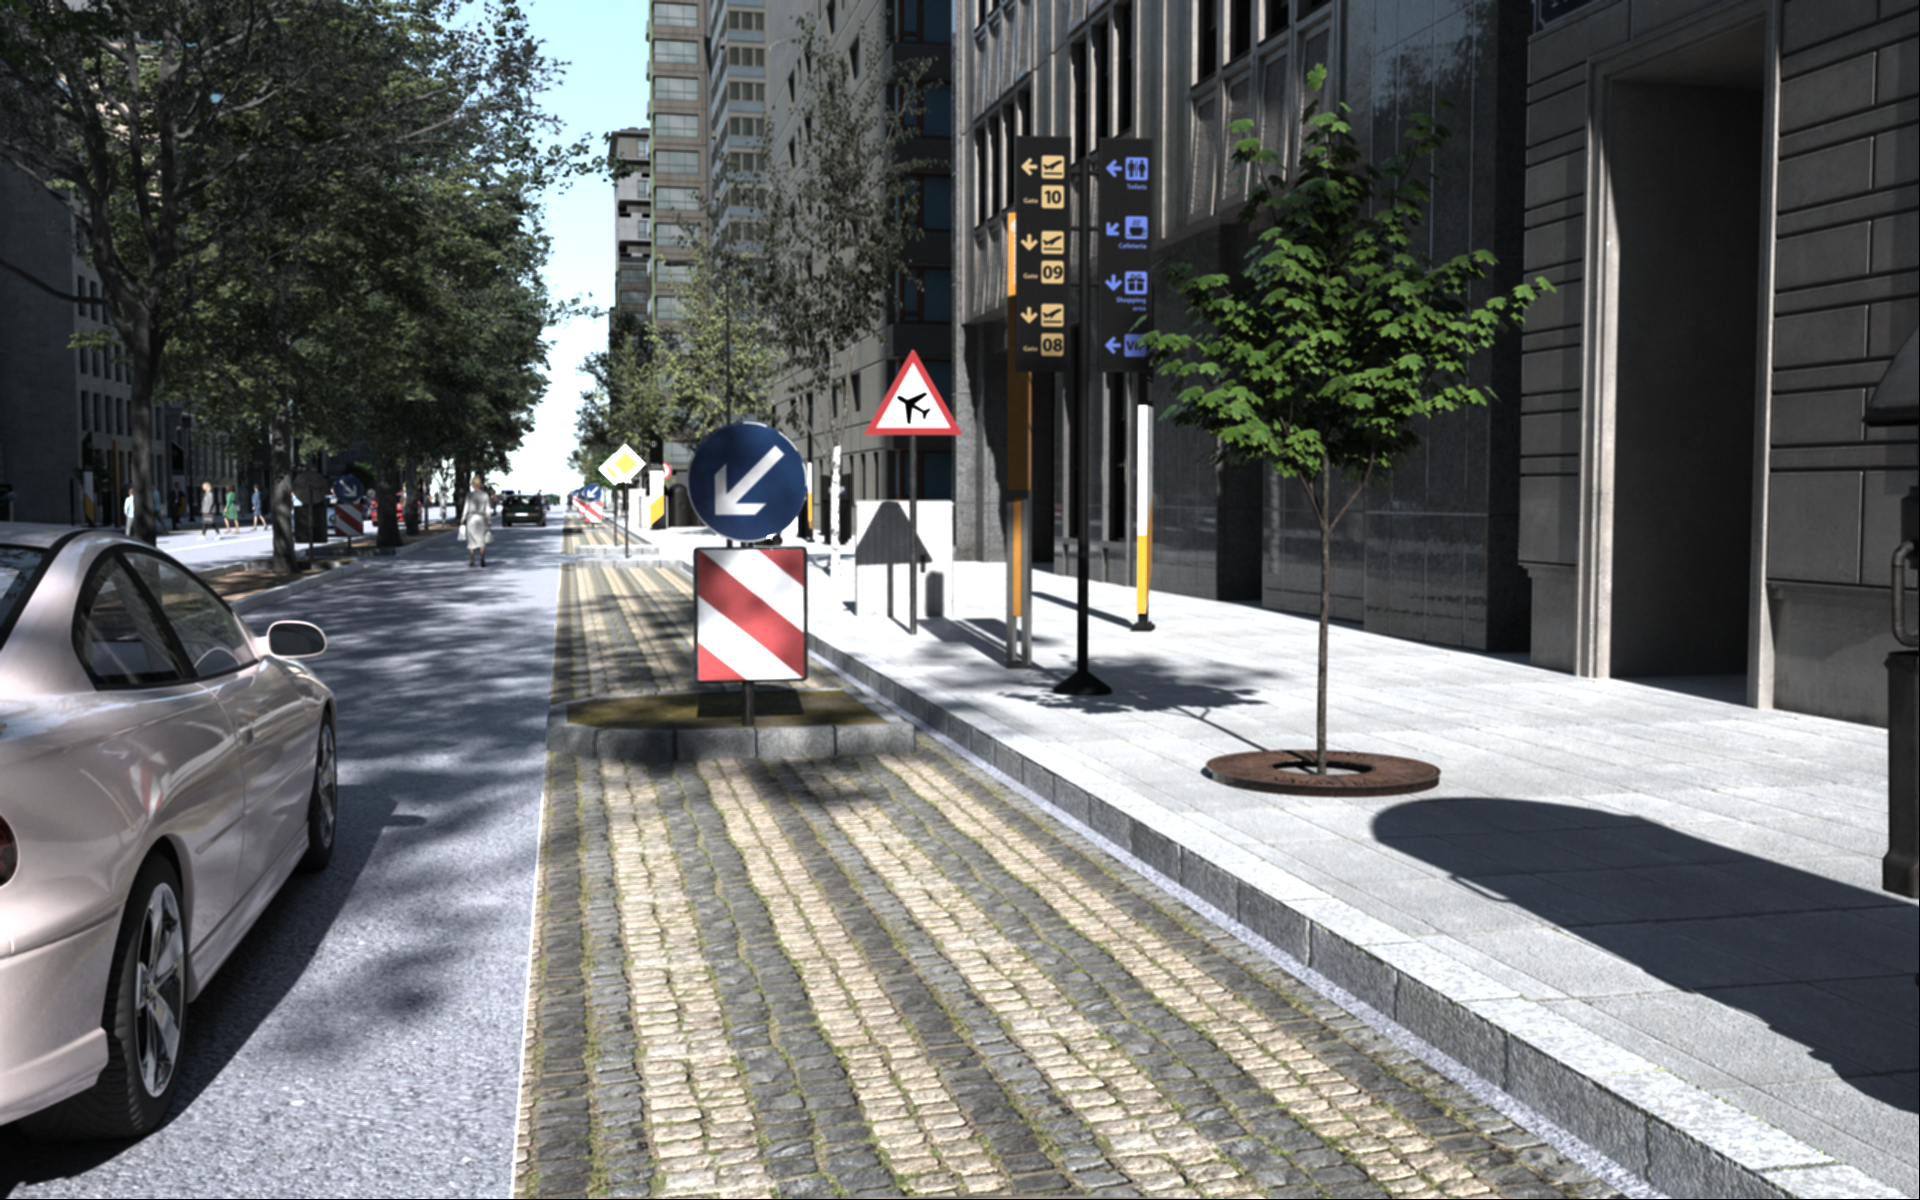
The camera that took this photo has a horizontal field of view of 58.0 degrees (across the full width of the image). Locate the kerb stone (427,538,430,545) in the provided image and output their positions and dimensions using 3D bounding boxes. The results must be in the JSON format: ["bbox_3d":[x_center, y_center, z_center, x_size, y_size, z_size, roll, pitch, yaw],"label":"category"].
[{"bbox_3d":[-14.874,-1.583,48.081,0.120,0.150,1.000,-1,4,-13],"label":"kerb stone"}]

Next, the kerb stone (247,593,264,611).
[{"bbox_3d":[-8.822,0.042,21.501,0.120,0.150,1.000,-1,4,-13],"label":"kerb stone"}]

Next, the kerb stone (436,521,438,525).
[{"bbox_3d":[-24.189,-3.505,79.579,0.120,0.150,1.000,-1,4,-13],"label":"kerb stone"}]

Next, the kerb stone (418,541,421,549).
[{"bbox_3d":[-14.188,-1.400,45.081,0.120,0.150,1.000,-1,4,-13],"label":"kerb stone"}]

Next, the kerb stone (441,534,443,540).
[{"bbox_3d":[-16.012,-1.882,53.081,0.120,0.150,1.000,-1,4,-13],"label":"kerb stone"}]

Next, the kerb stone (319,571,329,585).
[{"bbox_3d":[-10.185,-0.322,27.488,0.120,0.150,1.000,-1,4,-13],"label":"kerb stone"}]

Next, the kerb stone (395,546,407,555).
[{"bbox_3d":[-13.283,-1.155,41.079,0.120,0.150,1.000,-1,4,-13],"label":"kerb stone"}]

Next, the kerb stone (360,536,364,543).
[{"bbox_3d":[-17.602,-1.736,50.607,0.120,0.150,1.000,-1,4,-13],"label":"kerb stone"}]

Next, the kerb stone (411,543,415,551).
[{"bbox_3d":[-13.726,-1.270,43.088,0.120,0.150,1.000,-1,4,-13],"label":"kerb stone"}]

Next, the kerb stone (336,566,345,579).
[{"bbox_3d":[-10.645,-0.442,29.490,0.120,0.150,1.000,-1,4,-13],"label":"kerb stone"}]

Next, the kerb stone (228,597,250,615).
[{"bbox_3d":[-8.591,0.103,20.505,0.120,0.150,1.000,-1,4,-13],"label":"kerb stone"}]

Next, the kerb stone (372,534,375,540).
[{"bbox_3d":[-18.291,-1.921,53.602,0.120,0.150,1.000,-1,4,-13],"label":"kerb stone"}]

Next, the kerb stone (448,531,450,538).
[{"bbox_3d":[-16.689,-2.068,56.075,0.120,0.150,1.000,-1,4,-13],"label":"kerb stone"}]

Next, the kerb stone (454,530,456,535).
[{"bbox_3d":[-17.367,-2.255,59.066,0.120,0.150,1.000,-1,4,-13],"label":"kerb stone"}]

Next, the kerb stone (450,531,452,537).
[{"bbox_3d":[-16.915,-2.133,57.072,0.120,0.150,1.000,-1,4,-13],"label":"kerb stone"}]

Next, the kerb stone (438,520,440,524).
[{"bbox_3d":[-24.425,-3.571,80.574,0.120,0.150,1.000,-1,4,-13],"label":"kerb stone"}]

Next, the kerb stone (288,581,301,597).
[{"bbox_3d":[-9.500,-0.136,24.496,0.120,0.150,1.000,-1,4,-13],"label":"kerb stone"}]

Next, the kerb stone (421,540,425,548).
[{"bbox_3d":[-14.417,-1.461,46.080,0.120,0.150,1.000,-1,4,-13],"label":"kerb stone"}]

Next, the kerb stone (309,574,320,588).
[{"bbox_3d":[-9.955,-0.263,26.489,0.120,0.150,1.000,-1,4,-13],"label":"kerb stone"}]

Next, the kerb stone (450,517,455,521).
[{"bbox_3d":[-26.923,-4.243,91.567,0.120,0.150,1.000,-1,4,-13],"label":"kerb stone"}]

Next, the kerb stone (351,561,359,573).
[{"bbox_3d":[-11.099,-0.569,31.499,0.120,0.150,1.000,-1,4,-13],"label":"kerb stone"}]

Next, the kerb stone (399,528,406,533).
[{"bbox_3d":[-20.787,-2.590,64.594,0.120,0.150,1.000,-1,4,-13],"label":"kerb stone"}]

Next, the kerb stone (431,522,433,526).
[{"bbox_3d":[-23.516,-3.327,76.584,0.120,0.150,1.000,-1,4,-13],"label":"kerb stone"}]

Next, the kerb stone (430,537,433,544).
[{"bbox_3d":[-15.097,-1.643,49.078,0.120,0.150,1.000,-1,4,-13],"label":"kerb stone"}]

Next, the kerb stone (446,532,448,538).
[{"bbox_3d":[-16.462,-2.003,55.075,0.120,0.150,1.000,-1,4,-13],"label":"kerb stone"}]

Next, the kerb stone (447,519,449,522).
[{"bbox_3d":[-25.791,-3.935,86.575,0.120,0.150,1.000,-1,4,-13],"label":"kerb stone"}]

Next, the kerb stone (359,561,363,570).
[{"bbox_3d":[-11.329,-0.631,32.506,0.120,0.150,1.000,-1,4,-13],"label":"kerb stone"}]

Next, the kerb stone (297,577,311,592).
[{"bbox_3d":[-9.730,-0.202,25.492,0.120,0.150,1.000,-1,4,-13],"label":"kerb stone"}]

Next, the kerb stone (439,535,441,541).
[{"bbox_3d":[-15.786,-1.828,52.084,0.120,0.150,1.000,-1,4,-13],"label":"kerb stone"}]

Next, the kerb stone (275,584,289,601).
[{"bbox_3d":[-9.276,-0.080,23.498,0.120,0.150,1.000,-1,4,-13],"label":"kerb stone"}]

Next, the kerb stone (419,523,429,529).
[{"bbox_3d":[-23.067,-3.200,74.585,0.120,0.150,1.000,-1,4,-13],"label":"kerb stone"}]

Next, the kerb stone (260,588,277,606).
[{"bbox_3d":[-9.049,-0.019,22.500,0.120,0.150,1.000,-1,4,-13],"label":"kerb stone"}]

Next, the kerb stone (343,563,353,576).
[{"bbox_3d":[-10.866,-0.508,30.497,0.120,0.150,1.000,-1,4,-13],"label":"kerb stone"}]

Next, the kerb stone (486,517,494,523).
[{"bbox_3d":[-24.423,-4.150,90.041,0.120,0.150,1.000,-1,4,-13],"label":"kerb stone"}]

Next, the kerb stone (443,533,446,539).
[{"bbox_3d":[-16.238,-1.947,54.077,0.120,0.150,1.000,-1,4,-13],"label":"kerb stone"}]

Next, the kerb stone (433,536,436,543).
[{"bbox_3d":[-15.331,-1.705,50.073,0.120,0.150,1.000,-1,4,-13],"label":"kerb stone"}]

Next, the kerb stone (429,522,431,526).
[{"bbox_3d":[-23.284,-3.262,75.584,0.120,0.150,1.000,-1,4,-13],"label":"kerb stone"}]

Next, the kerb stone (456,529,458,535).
[{"bbox_3d":[-17.598,-2.316,60.061,0.120,0.150,1.000,-1,4,-13],"label":"kerb stone"}]

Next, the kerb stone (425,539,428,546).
[{"bbox_3d":[-14.645,-1.522,47.076,0.120,0.150,1.000,-1,4,-13],"label":"kerb stone"}]

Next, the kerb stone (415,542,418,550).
[{"bbox_3d":[-13.960,-1.336,44.082,0.120,0.150,1.000,-1,4,-13],"label":"kerb stone"}]

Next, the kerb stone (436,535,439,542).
[{"bbox_3d":[-15.550,-1.766,51.071,0.120,0.150,1.000,-1,4,-13],"label":"kerb stone"}]

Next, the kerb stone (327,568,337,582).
[{"bbox_3d":[-10.412,-0.385,28.488,0.120,0.150,1.000,-1,4,-13],"label":"kerb stone"}]

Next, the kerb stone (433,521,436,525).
[{"bbox_3d":[-23.973,-3.449,78.579,0.120,0.150,1.000,-1,4,-13],"label":"kerb stone"}]

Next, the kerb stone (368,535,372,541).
[{"bbox_3d":[-18.059,-1.860,52.606,0.120,0.150,1.000,-1,4,-13],"label":"kerb stone"}]

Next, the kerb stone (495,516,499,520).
[{"bbox_3d":[-25.790,-4.516,96.036,0.120,0.150,1.000,-1,4,-13],"label":"kerb stone"}]

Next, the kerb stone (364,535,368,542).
[{"bbox_3d":[-17.827,-1.799,51.604,0.120,0.150,1.000,-1,4,-13],"label":"kerb stone"}]

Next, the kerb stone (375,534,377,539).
[{"bbox_3d":[-18.509,-1.982,54.603,0.120,0.150,1.000,-1,4,-13],"label":"kerb stone"}]

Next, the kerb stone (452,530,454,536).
[{"bbox_3d":[-17.145,-2.192,58.068,0.120,0.150,1.000,-1,4,-13],"label":"kerb stone"}]

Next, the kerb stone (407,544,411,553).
[{"bbox_3d":[-13.505,-1.216,42.082,0.120,0.150,1.000,-1,4,-13],"label":"kerb stone"}]
